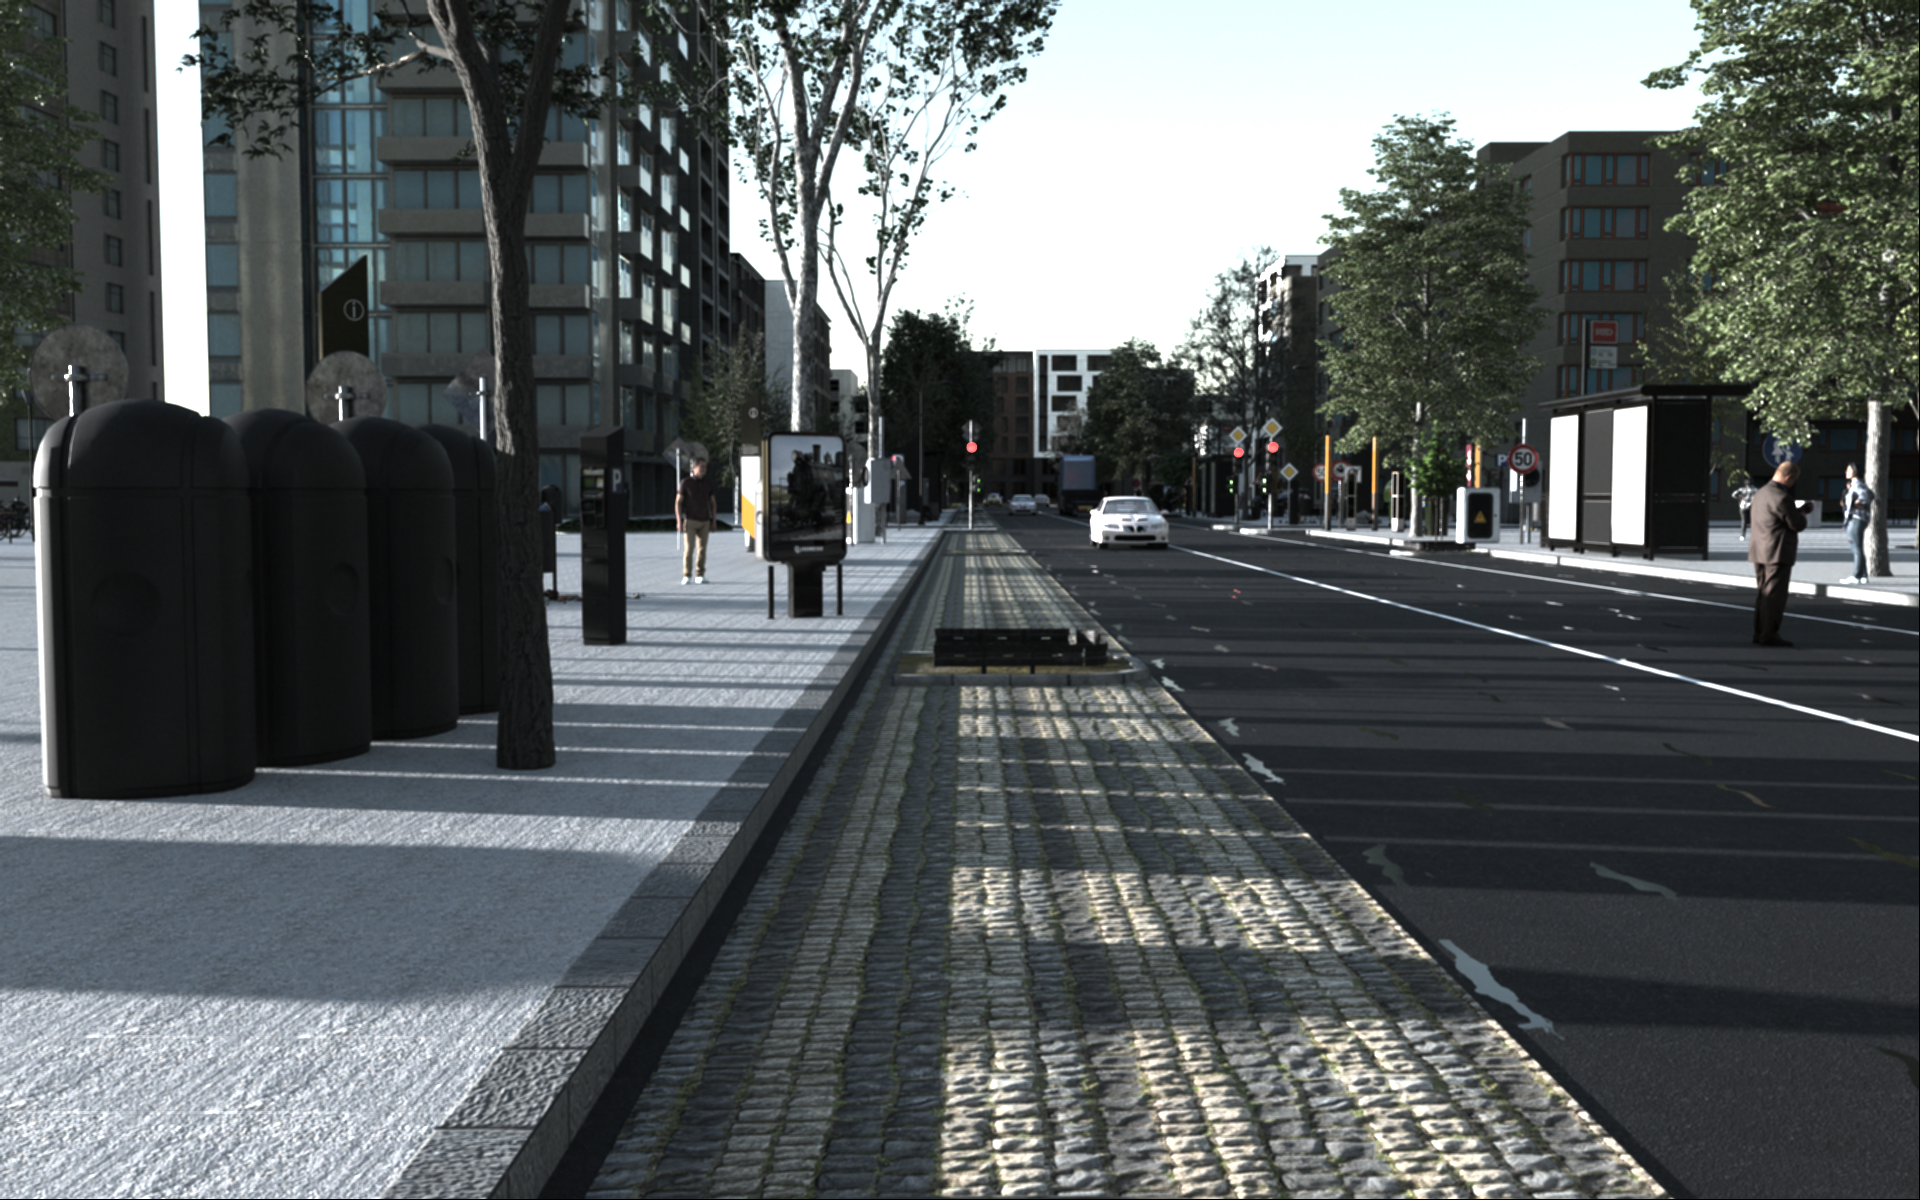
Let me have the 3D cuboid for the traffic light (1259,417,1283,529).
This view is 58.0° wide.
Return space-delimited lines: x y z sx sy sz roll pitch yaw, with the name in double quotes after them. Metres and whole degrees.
11.351 -4.545 63.225 0.839 4.253 0.868 0 4 0 "traffic light"

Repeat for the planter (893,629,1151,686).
0.489 0.448 13.812 1.991 0.319 1.994 0 4 0 "planter"

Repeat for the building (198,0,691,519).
-27.931 -29.314 98.890 23.786 49.044 30.456 0 4 0 "building"

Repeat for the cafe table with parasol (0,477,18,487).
-20.210 -1.809 34.438 2.610 1.966 2.610 -2 4 -26 "cafe table with parasol"

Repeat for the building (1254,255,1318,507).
41.581 -19.589 164.248 27.936 21.610 32.646 0 4 0 "building"

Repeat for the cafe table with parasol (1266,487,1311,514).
21.024 -6.637 113.374 2.610 1.966 2.610 -1 4 -21 "cafe table with parasol"

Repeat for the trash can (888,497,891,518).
-3.624 -4.281 81.647 0.748 1.137 0.748 0 3 0 "trash can"

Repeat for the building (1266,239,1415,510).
39.775 -17.549 131.965 27.650 21.520 28.899 0 4 0 "building"

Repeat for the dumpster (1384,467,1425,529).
16.449 -3.718 63.275 1.502 2.255 1.985 0 4 0 "dumpster"

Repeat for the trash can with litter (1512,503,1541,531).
20.556 -3.017 60.380 2.233 1.210 1.678 3 5 39 "trash can with litter"

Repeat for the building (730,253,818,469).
-29.054 -19.515 163.042 27.936 21.610 32.646 0 4 0 "building"

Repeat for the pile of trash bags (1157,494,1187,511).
16.183 -7.529 132.852 3.447 1.369 1.912 2 4 30 "pile of trash bags"

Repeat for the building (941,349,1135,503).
8.357 -25.302 257.661 32.646 21.610 27.936 0 4 0 "building"

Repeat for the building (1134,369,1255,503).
40.398 -23.610 252.488 31.486 18.905 16.747 0 4 0 "building"

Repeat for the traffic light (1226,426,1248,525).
11.390 -5.033 71.210 0.839 4.253 0.868 0 4 0 "traffic light"

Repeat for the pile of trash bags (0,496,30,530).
-34.497 -3.255 62.972 3.447 1.369 1.912 0 4 8 "pile of trash bags"

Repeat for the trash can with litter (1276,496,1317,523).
14.743 -3.973 76.012 2.233 1.210 1.678 1 4 15 "trash can with litter"

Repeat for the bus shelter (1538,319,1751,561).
14.099 -3.659 37.462 2.179 5.291 8.768 0 4 0 "bus shelter"

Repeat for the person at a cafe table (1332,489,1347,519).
18.420 -4.496 82.029 1.698 1.524 1.622 -2 4 -26 "person at a cafe table"

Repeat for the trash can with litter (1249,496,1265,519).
14.768 -4.628 87.050 1.055 1.170 0.624 -3 5 -42 "trash can with litter"

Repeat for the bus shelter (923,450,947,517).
-1.623 -6.299 94.266 1.731 3.624 6.357 0 4 0 "bus shelter"

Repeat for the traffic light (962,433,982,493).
0.489 -5.035 71.247 0.839 4.253 0.868 0 4 0 "traffic light"

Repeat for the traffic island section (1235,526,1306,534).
11.391 -2.511 63.339 2.009 0.180 2.903 0 4 0 "traffic island section"

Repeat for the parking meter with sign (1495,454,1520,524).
23.605 -4.783 74.462 0.543 3.016 1.738 0 4 -5 "parking meter with sign"

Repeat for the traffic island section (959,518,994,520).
0.906 -4.533 96.984 1.991 0.108 1.994 0 4 0 "traffic island section"

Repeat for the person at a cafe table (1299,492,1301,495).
23.612 -6.930 121.813 1.622 1.524 1.698 2 4 35 "person at a cafe table"

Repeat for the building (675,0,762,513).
-25.188 -41.933 123.862 20.563 71.187 20.611 0 4 0 "building"

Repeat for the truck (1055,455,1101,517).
8.231 -7.614 114.252 2.967 4.110 18.799 0 4 0 "truck"

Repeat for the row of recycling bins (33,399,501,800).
-3.305 -0.111 8.932 1.069 1.692 3.534 1 4 9 "row of recycling bins"

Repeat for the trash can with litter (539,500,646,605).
-4.699 -0.597 20.817 2.233 1.210 1.678 -3 4 -38 "trash can with litter"

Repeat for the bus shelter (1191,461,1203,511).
16.966 -7.916 120.709 1.731 3.624 6.357 0 4 0 "bus shelter"

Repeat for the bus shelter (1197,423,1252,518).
14.415 -7.226 95.776 2.179 5.291 8.768 0 4 0 "bus shelter"

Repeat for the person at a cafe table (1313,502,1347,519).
19.071 -4.727 88.154 1.726 1.238 1.698 2 4 31 "person at a cafe table"

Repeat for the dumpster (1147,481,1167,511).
14.628 -7.667 127.852 1.502 2.255 1.985 0 4 0 "dumpster"

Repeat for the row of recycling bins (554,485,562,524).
-18.625 -4.041 73.177 3.534 1.692 1.069 -2 4 -27 "row of recycling bins"

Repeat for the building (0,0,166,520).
-52.061 -24.910 90.875 14.086 41.232 14.154 0 4 0 "building"

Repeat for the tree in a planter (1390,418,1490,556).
11.280 -2.673 40.933 1.991 3.239 1.994 0 4 0 "tree in a planter"

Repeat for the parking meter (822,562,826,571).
-2.421 -1.247 28.806 0.372 1.533 0.369 0 3 0 "parking meter"

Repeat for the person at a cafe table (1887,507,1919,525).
38.678 -3.751 72.197 1.726 1.238 1.698 0 4 2 "person at a cafe table"

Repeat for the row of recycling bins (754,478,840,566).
-3.128 -1.554 32.519 1.069 1.692 3.534 -1 4 -20 "row of recycling bins"

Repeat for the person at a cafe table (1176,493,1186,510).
18.143 -8.211 142.772 1.622 1.524 1.698 0 4 2 "person at a cafe table"

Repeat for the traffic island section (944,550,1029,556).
0.622 -1.095 40.762 1.991 0.108 1.994 0 4 0 "traffic island section"

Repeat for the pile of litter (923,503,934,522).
-1.822 -4.106 81.094 1.176 0.858 1.719 2 4 27 "pile of litter"

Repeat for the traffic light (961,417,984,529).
0.450 -4.547 63.262 0.839 4.253 0.868 0 4 0 "traffic light"

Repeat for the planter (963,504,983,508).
1.395 -10.958 200.307 1.991 0.319 1.994 0 4 0 "planter"

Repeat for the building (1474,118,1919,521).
43.434 -15.379 96.478 28.899 21.520 27.650 0 4 0 "building"

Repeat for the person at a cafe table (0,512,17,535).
-30.540 -2.765 53.721 1.698 1.524 1.622 1 4 8 "person at a cafe table"

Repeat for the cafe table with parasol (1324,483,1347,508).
25.010 -6.580 112.443 2.610 1.966 2.610 1 4 17 "cafe table with parasol"

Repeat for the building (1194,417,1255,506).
32.652 -15.463 194.959 9.099 9.664 28.070 0 4 0 "building"

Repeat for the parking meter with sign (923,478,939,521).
-1.871 -5.315 83.162 1.738 3.016 0.543 1 4 16 "parking meter with sign"

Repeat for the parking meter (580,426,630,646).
-3.039 -0.553 14.747 0.255 1.863 0.399 1 4 15 "parking meter"

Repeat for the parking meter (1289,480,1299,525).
13.929 -4.077 72.370 0.255 1.863 0.399 -2 4 -27 "parking meter"

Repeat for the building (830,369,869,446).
-23.733 -23.635 252.882 31.486 18.905 16.747 0 4 0 "building"

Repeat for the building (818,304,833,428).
-31.448 -21.490 195.333 32.646 21.610 27.936 0 4 0 "building"

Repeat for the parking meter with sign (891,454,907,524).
-2.569 -4.774 74.321 0.543 3.016 1.738 -1 4 -9 "parking meter with sign"

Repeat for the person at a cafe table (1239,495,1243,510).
21.792 -7.940 138.329 1.622 1.524 1.698 1 4 19 "person at a cafe table"

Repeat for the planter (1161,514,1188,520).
11.545 -4.592 96.225 1.991 0.319 1.994 0 4 0 "planter"

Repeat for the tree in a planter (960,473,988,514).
1.024 -7.744 123.832 1.991 3.239 1.994 0 4 0 "tree in a planter"
